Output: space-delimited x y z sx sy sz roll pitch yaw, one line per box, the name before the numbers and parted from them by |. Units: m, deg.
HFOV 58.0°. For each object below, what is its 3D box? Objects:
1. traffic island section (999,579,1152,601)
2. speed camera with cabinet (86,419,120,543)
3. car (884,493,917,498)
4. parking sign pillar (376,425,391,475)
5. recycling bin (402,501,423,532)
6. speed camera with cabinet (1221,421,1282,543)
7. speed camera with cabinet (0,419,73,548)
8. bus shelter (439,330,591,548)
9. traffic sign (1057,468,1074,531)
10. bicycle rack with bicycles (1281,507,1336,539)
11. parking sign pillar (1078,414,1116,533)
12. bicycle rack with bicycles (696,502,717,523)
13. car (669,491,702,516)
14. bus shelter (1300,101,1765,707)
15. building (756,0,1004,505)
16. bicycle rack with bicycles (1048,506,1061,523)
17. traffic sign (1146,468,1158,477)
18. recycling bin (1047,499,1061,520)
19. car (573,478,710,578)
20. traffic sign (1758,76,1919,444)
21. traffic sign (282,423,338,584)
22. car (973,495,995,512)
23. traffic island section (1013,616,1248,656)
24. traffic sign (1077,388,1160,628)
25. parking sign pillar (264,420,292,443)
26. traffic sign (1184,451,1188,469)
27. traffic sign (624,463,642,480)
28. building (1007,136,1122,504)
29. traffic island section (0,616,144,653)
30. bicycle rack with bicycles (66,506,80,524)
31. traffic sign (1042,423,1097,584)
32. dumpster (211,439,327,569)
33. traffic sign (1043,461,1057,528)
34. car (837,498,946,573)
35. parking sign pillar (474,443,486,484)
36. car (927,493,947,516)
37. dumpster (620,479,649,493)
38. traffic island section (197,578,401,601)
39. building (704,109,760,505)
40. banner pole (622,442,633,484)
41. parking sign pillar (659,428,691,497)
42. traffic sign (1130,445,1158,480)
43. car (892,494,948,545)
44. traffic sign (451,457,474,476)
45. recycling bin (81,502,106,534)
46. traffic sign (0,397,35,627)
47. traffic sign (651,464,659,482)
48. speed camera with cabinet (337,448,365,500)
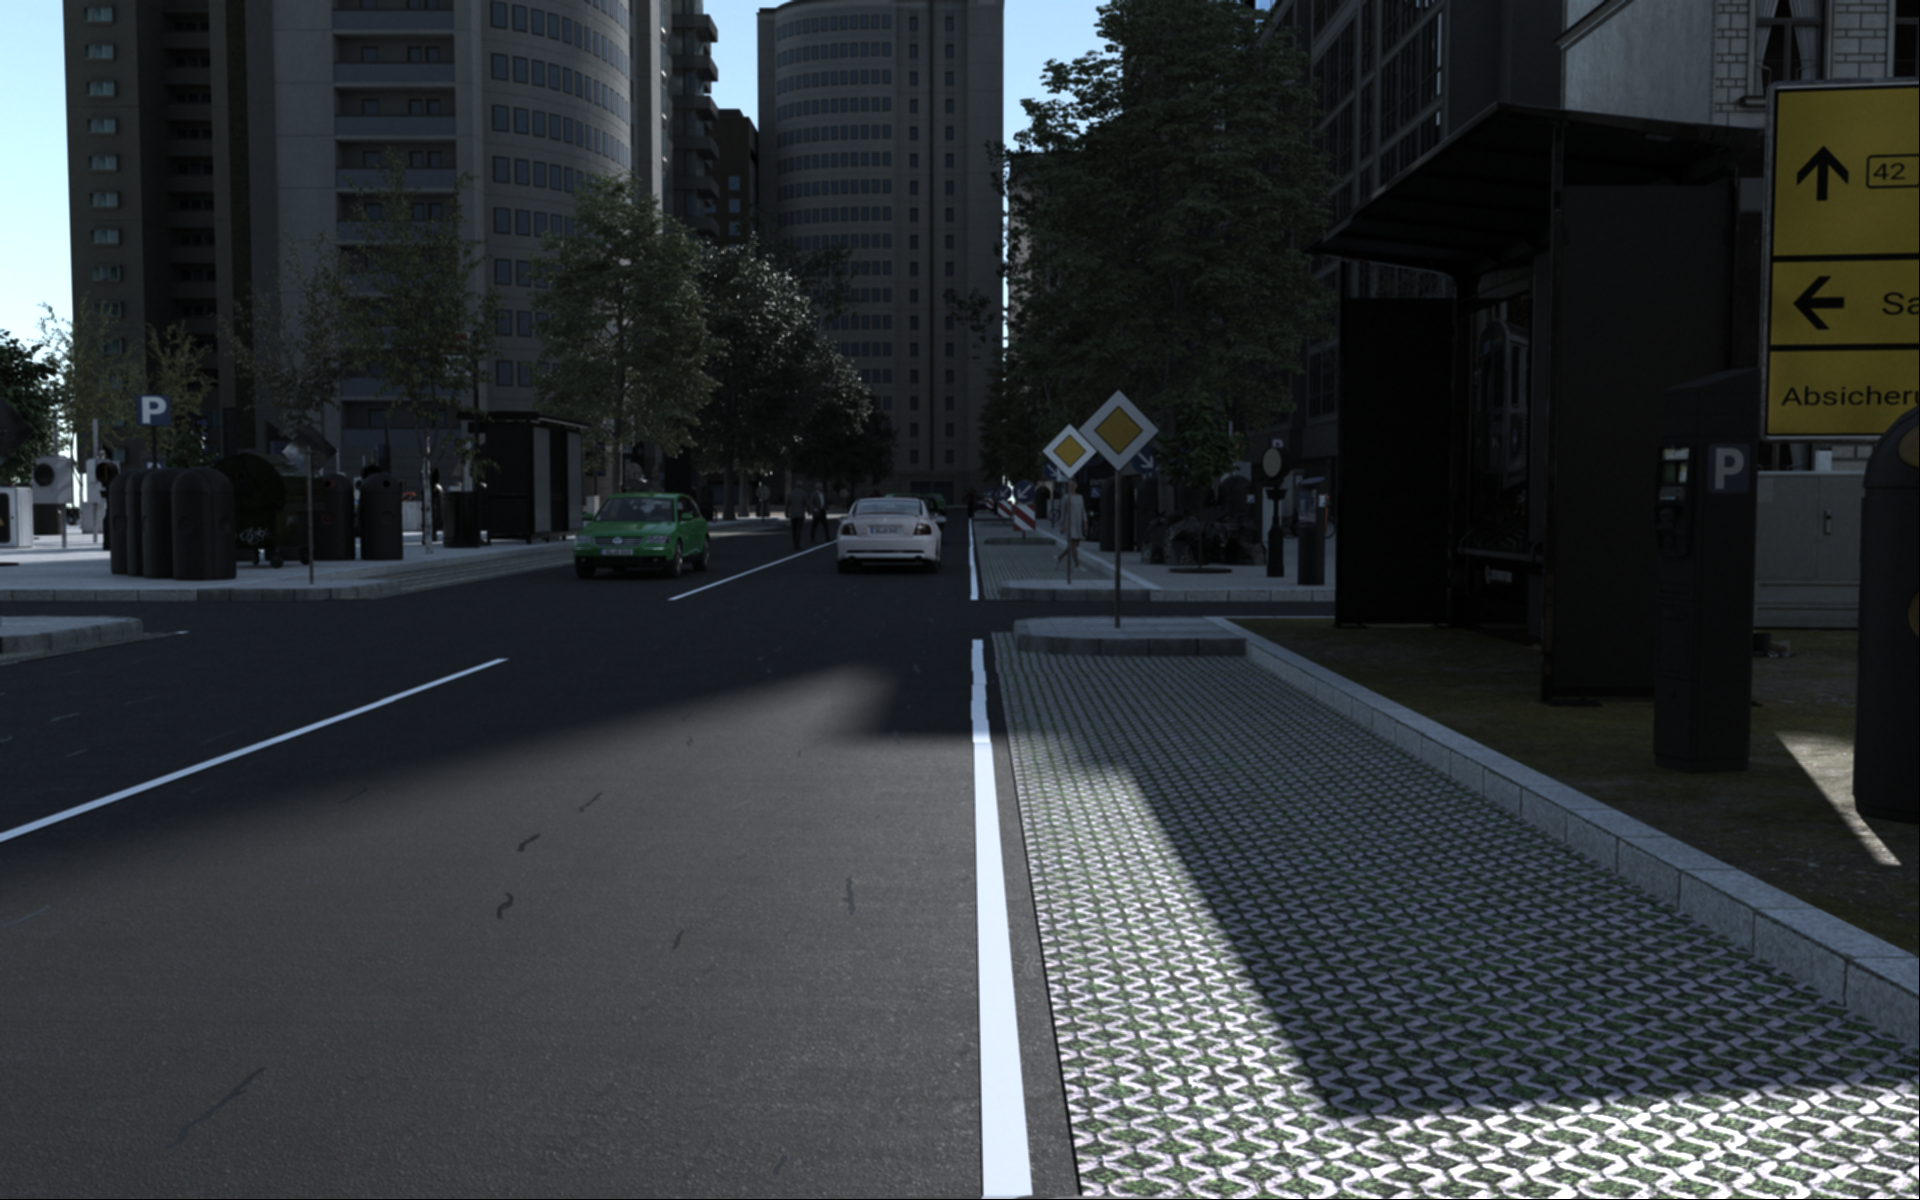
traffic island section | 1.574 -0.145 24.644 2.009 0.180 2.903 0 4 0
speed camera with cabinet | -21.965 -3.113 45.228 2.038 3.252 0.660 2 4 32
car | -1.982 -3.210 61.280 1.959 1.807 4.718 0 4 0
parking sign pillar | -22.194 -4.788 66.757 1.447 3.967 1.447 -1 4 -22
recycling bin | -18.695 -2.851 59.166 0.722 1.027 0.722 1 4 16
speed camera with cabinet | 7.798 -3.184 46.396 0.660 3.252 2.038 -2 4 -26
speed camera with cabinet | -22.213 -2.865 41.172 2.038 3.252 0.660 1 4 9
bus shelter | -11.677 -4.136 45.252 2.179 5.291 8.768 0 4 0
traffic sign | 3.612 -3.502 59.395 0.606 2.300 0.079 1 4 10
bicycle rack with bicycles | 9.458 -2.256 50.270 2.925 0.926 2.852 2 4 24
parking sign pillar | 4.597 -4.239 57.775 1.447 3.967 1.447 2 4 30
bicycle rack with bicycles | -11.847 -3.864 76.561 2.852 0.926 2.925 3 5 39
car | -6.743 -1.753 38.893 2.015 1.641 3.980 0 4 0
bus shelter | 4.084 -1.360 13.513 1.731 3.624 6.357 0 4 0
building | -9.121 -40.471 203.694 28.212 58.520 21.231 0 4 0
bicycle rack with bicycles | 5.400 -3.931 77.648 2.925 0.926 2.852 -1 4 -10
traffic sign | 6.426 -3.539 57.974 0.768 2.556 0.104 0 4 4
recycling bin | 4.829 -4.551 86.955 0.722 1.027 0.722 2 4 26
car | -5.635 -1.356 30.975 1.959 1.807 4.718 0 4 1
traffic sign | 5.102 -0.895 8.498 2.265 3.308 0.079 1 4 9
traffic sign | -9.244 -1.284 24.641 0.795 2.450 0.064 0 4 0
car | 1.886 -7.594 136.738 1.945 1.354 3.894 0 4 -1
traffic island section | 1.534 0.344 16.659 2.009 0.180 2.903 0 4 0
traffic sign | 1.510 -0.791 16.582 0.795 2.450 0.064 0 4 0
parking sign pillar | -24.740 -4.587 63.466 1.447 3.967 1.447 2 4 35
traffic sign | 5.998 -2.770 45.394 0.768 2.556 0.104 0 4 7
traffic sign | -13.211 -4.275 69.997 0.768 2.556 0.104 1 4 8
building | 12.592 -31.637 200.855 14.086 41.232 14.154 0 4 0
traffic island section | -9.307 0.340 16.718 2.009 0.180 2.903 0 4 0
bicycle rack with bicycles | -38.553 -3.763 74.906 2.852 0.926 2.925 1 4 21
traffic sign | 1.550 -1.280 24.567 0.795 2.450 0.064 0 4 0
dumpster | -12.244 -1.712 30.483 1.502 2.255 1.985 0 4 0
traffic sign | 3.518 -4.000 65.510 0.768 2.556 0.104 1 4 10
car | -1.309 -1.258 32.938 2.083 1.381 4.827 0 4 0
parking sign pillar | -19.372 -5.077 71.484 1.447 3.967 1.447 -1 4 -10
car | -1.833 -6.524 115.460 1.959 1.807 4.718 0 4 -2
dumpster | -12.474 -3.770 67.392 1.264 1.857 1.865 0 4 0
traffic island section | -9.267 -0.148 24.703 2.009 0.180 2.903 0 4 0
building | -30.606 -33.717 201.384 14.200 45.320 14.600 0 4 0
banner pole | -14.196 -5.086 73.171 0.863 3.779 0.401 -1 4 -9
parking sign pillar | -11.634 -5.030 70.718 1.447 3.967 1.447 -3 5 -44
traffic sign | 4.796 -2.745 44.987 0.768 2.556 0.104 0 4 4
car | -1.346 -2.452 49.878 2.009 1.686 4.222 0 4 -1
traffic sign | -14.618 -3.127 51.128 0.884 2.594 0.081 1 4 9
recycling bin | -28.184 -2.686 56.469 0.722 1.027 0.722 -1 4 -17
traffic sign | -9.284 -0.796 16.656 0.795 2.450 0.064 0 4 0
traffic sign | -12.601 -4.446 72.794 0.768 2.556 0.104 0 4 5
speed camera with cabinet | -26.719 -4.974 75.653 0.660 3.252 2.038 2 4 29
